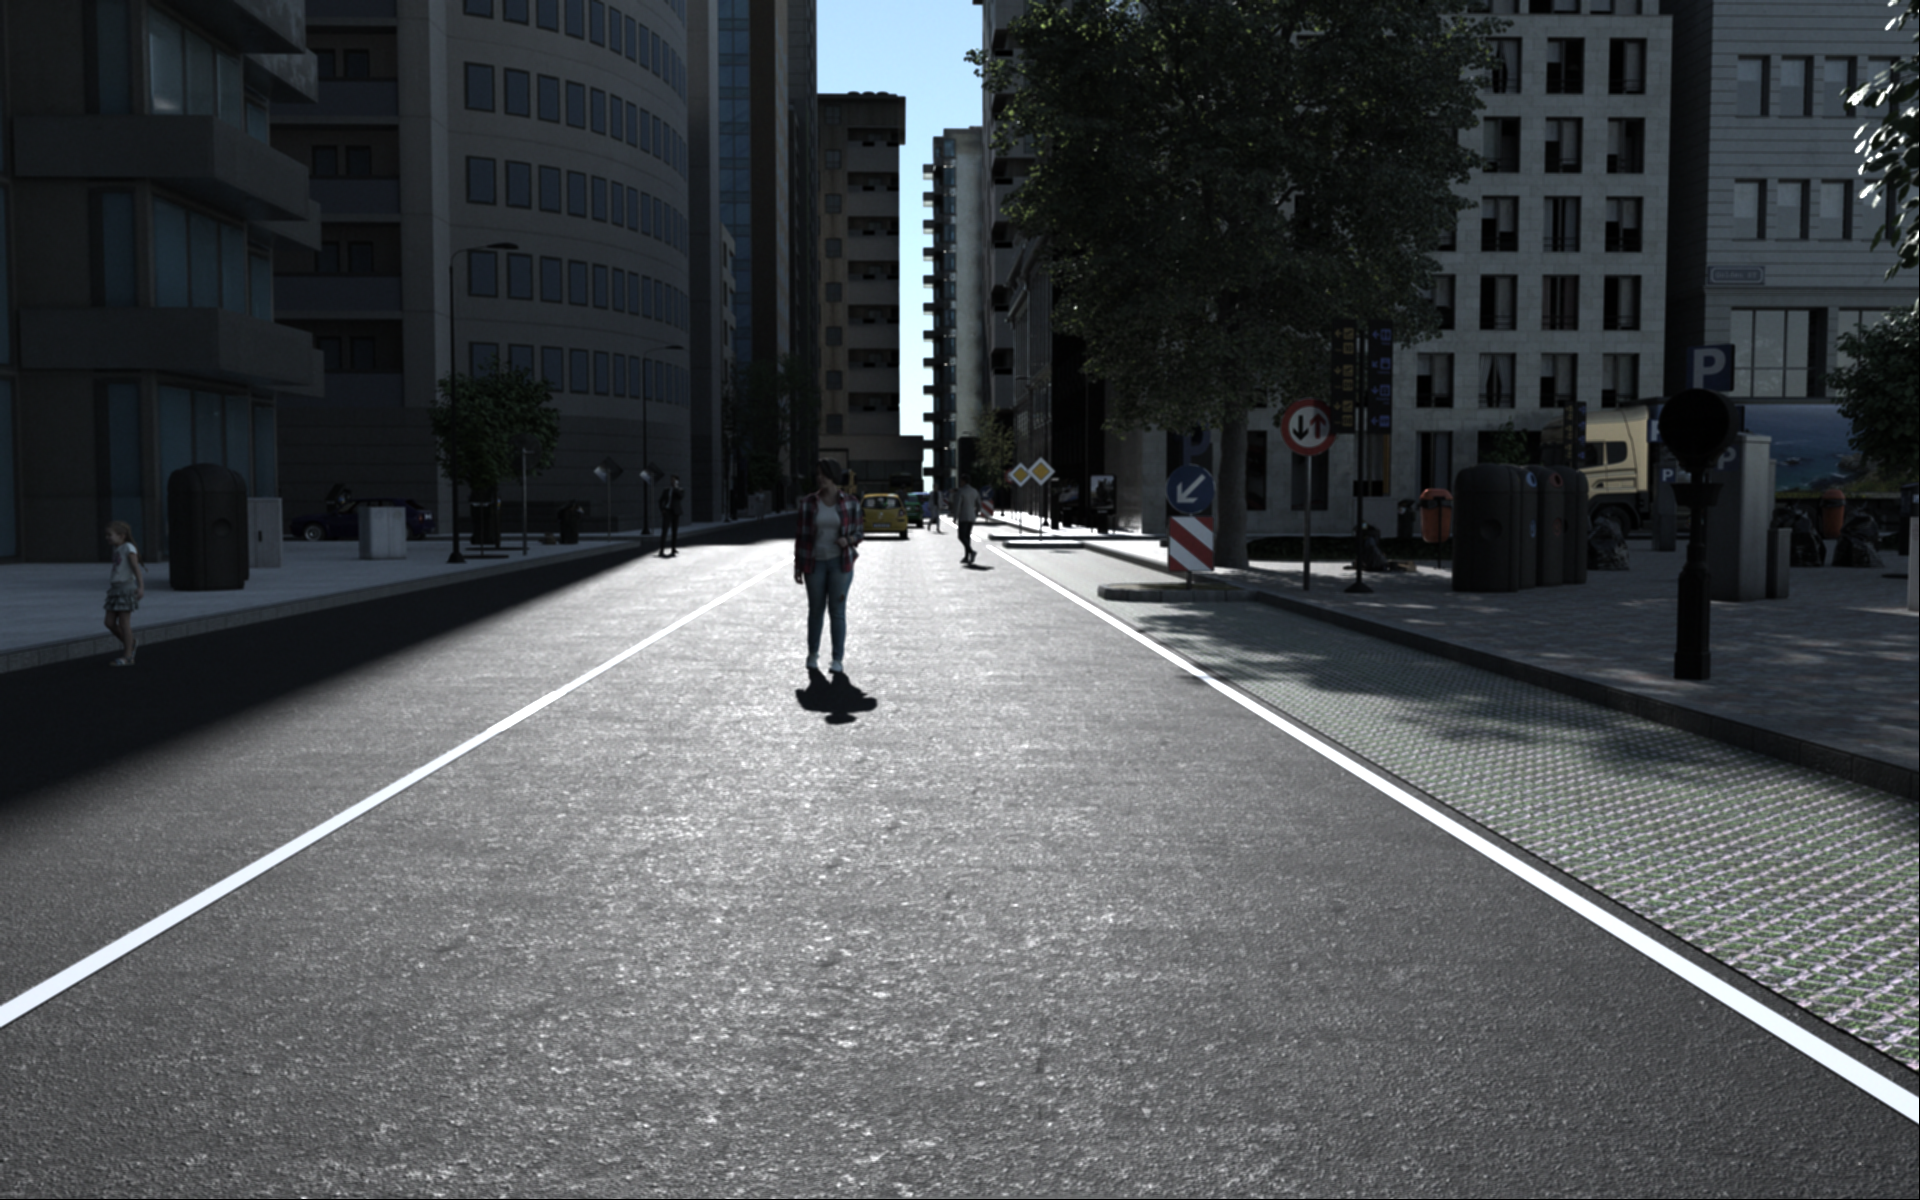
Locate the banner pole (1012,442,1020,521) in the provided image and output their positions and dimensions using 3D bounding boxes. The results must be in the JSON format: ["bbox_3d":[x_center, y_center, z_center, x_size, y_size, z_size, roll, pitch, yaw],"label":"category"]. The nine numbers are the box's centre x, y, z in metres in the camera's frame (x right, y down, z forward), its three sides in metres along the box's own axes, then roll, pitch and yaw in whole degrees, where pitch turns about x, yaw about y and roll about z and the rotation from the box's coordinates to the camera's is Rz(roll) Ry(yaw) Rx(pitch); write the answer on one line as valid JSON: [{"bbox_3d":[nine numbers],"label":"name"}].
[{"bbox_3d":[2.633,-5.724,83.612,0.401,3.779,0.863,1,4,18],"label":"banner pole"}]

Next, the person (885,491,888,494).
[{"bbox_3d":[-6.888,-9.185,159.195,0.721,1.766,1.217,-2,4,-24],"label":"person"}]

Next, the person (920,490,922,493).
[{"bbox_3d":[-3.897,-10.197,175.088,0.709,1.838,0.599,1,4,14],"label":"person"}]

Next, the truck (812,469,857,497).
[{"bbox_3d":[-9.644,-8.591,136.388,3.469,3.379,9.791,0,4,-1],"label":"truck"}]

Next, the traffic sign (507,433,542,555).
[{"bbox_3d":[-9.120,-2.209,36.227,0.768,2.556,0.104,0,3,0],"label":"traffic sign"}]

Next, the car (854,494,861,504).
[{"bbox_3d":[-12.186,-11.426,196.604,2.009,1.686,4.222,0,4,-2],"label":"car"}]

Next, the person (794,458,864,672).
[{"bbox_3d":[-1.062,-0.290,14.077,0.563,1.720,0.643,0,4,3],"label":"person"}]

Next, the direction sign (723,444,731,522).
[{"bbox_3d":[-10.603,-5.305,78.732,0.379,3.537,0.876,0,4,3],"label":"direction sign"}]

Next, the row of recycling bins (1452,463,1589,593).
[{"bbox_3d":[7.729,-1.028,23.915,1.069,1.692,3.534,3,4,38],"label":"row of recycling bins"}]

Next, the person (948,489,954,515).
[{"bbox_3d":[-0.538,-6.283,111.711,0.515,1.767,0.782,0,4,8],"label":"person"}]

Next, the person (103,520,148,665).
[{"bbox_3d":[-6.965,-0.064,14.561,0.505,1.210,0.382,3,4,36],"label":"person"}]

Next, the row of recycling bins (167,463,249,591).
[{"bbox_3d":[-10.599,-1.059,24.431,1.069,1.692,3.534,-1,4,-21],"label":"row of recycling bins"}]

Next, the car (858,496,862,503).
[{"bbox_3d":[-9.702,-10.498,181.873,2.015,1.641,3.980,0,4,-3],"label":"car"}]

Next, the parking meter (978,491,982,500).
[{"bbox_3d":[1.399,-7.108,124.618,0.372,1.533,0.369,0,3,0],"label":"parking meter"}]

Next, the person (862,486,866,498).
[{"bbox_3d":[-5.036,-5.022,90.496,0.818,1.842,0.514,-1,4,-15],"label":"person"}]

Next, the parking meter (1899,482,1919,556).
[{"bbox_3d":[19.832,-1.697,36.161,0.372,1.533,0.369,0,3,0],"label":"parking meter"}]

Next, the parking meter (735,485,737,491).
[{"bbox_3d":[-13.728,-6.160,106.421,0.399,1.863,0.255,1,4,13],"label":"parking meter"}]

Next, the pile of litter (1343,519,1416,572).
[{"bbox_3d":[7.085,-0.931,29.195,1.176,0.858,1.719,0,4,6],"label":"pile of litter"}]

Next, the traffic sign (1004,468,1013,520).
[{"bbox_3d":[2.570,-5.229,85.597,0.768,2.556,0.104,0,4,-2],"label":"traffic sign"}]

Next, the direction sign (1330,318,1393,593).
[{"bbox_3d":[5.208,-1.866,22.510,0.876,3.537,0.379,-1,4,-16],"label":"direction sign"}]

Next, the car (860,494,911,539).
[{"bbox_3d":[-2.601,-2.860,56.978,2.015,1.641,3.980,0,4,-3],"label":"car"}]

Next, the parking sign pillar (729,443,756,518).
[{"bbox_3d":[-11.649,-6.372,92.662,1.447,3.967,1.447,0,4,1],"label":"parking sign pillar"}]

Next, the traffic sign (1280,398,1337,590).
[{"bbox_3d":[4.624,-1.402,23.032,0.768,2.556,0.104,0,4,0],"label":"traffic sign"}]

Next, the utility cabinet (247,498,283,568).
[{"bbox_3d":[-12.331,-1.157,30.086,1.020,1.237,0.306,-1,4,-10],"label":"utility cabinet"}]

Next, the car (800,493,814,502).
[{"bbox_3d":[-7.658,-5.228,94.522,2.155,1.783,4.494,0,4,-4],"label":"car"}]

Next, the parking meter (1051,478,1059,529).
[{"bbox_3d":[3.448,-3.495,62.855,0.255,1.863,0.399,1,4,12],"label":"parking meter"}]

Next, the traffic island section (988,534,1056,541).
[{"bbox_3d":[1.923,-1.966,54.424,2.009,0.180,2.903,0,4,-2],"label":"traffic island section"}]

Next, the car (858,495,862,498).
[{"bbox_3d":[-11.314,-11.511,200.776,1.945,1.354,3.894,0,4,0],"label":"car"}]

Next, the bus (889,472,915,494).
[{"bbox_3d":[-6.422,-12.206,191.114,2.896,3.916,12.252,0,4,-1],"label":"bus"}]

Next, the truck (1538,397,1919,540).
[{"bbox_3d":[22.271,-3.808,51.167,11.283,4.237,2.839,0,4,-1],"label":"truck"}]

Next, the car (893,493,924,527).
[{"bbox_3d":[-2.520,-4.091,75.680,1.959,1.807,4.718,0,4,-2],"label":"car"}]

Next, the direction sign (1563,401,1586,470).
[{"bbox_3d":[14.990,-3.076,42.294,0.876,3.537,0.379,-3,4,-36],"label":"direction sign"}]

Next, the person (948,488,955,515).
[{"bbox_3d":[-0.500,-6.677,117.767,0.767,1.812,0.694,0,4,-7],"label":"person"}]

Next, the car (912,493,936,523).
[{"bbox_3d":[-2.007,-4.687,86.216,1.945,1.707,3.694,0,4,-2],"label":"car"}]

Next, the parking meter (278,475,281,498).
[{"bbox_3d":[-17.712,-2.380,44.629,0.399,1.863,0.255,-1,4,-12],"label":"parking meter"}]

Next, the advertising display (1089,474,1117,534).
[{"bbox_3d":[4.660,-3.135,56.472,0.974,1.923,0.123,3,4,38],"label":"advertising display"}]

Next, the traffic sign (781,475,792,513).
[{"bbox_3d":[-11.772,-7.185,117.576,0.768,2.556,0.104,0,4,-1],"label":"traffic sign"}]

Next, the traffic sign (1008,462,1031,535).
[{"bbox_3d":[1.900,-3.101,54.346,0.795,2.450,0.064,0,4,-2],"label":"traffic sign"}]

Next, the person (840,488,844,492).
[{"bbox_3d":[-6.828,-5.621,100.748,0.721,1.781,0.623,1,4,11],"label":"person"}]

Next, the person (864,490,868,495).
[{"bbox_3d":[-4.208,-4.128,77.804,0.330,1.601,0.589,0,4,3],"label":"person"}]

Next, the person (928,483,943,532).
[{"bbox_3d":[-0.952,-3.494,65.501,0.514,1.842,0.818,-2,4,-28],"label":"person"}]

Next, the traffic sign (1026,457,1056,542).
[{"bbox_3d":[2.162,-2.613,46.365,0.795,2.450,0.064,0,4,-2],"label":"traffic sign"}]

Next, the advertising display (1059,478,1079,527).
[{"bbox_3d":[4.213,-3.854,68.227,0.974,1.923,0.123,0,4,-8],"label":"advertising display"}]

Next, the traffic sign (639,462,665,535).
[{"bbox_3d":[-9.589,-3.079,53.990,0.795,2.450,0.064,0,4,-2],"label":"traffic sign"}]

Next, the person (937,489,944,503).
[{"bbox_3d":[-1.508,-6.744,119.043,0.678,1.792,0.850,-2,4,-30],"label":"person"}]

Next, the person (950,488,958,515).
[{"bbox_3d":[-0.270,-6.119,108.812,0.850,1.792,0.678,-2,4,-31],"label":"person"}]

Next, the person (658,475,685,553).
[{"bbox_3d":[-6.989,-2.088,42.008,0.648,1.900,0.474,-1,4,-13],"label":"person"}]

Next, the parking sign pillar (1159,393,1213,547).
[{"bbox_3d":[5.583,-3.279,42.085,1.447,3.967,1.447,-3,5,-45],"label":"parking sign pillar"}]

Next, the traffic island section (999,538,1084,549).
[{"bbox_3d":[2.186,-1.478,46.443,2.009,0.180,2.903,0,4,-2],"label":"traffic island section"}]

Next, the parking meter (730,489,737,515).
[{"bbox_3d":[-12.529,-5.340,95.719,0.372,1.533,0.369,0,3,0],"label":"parking meter"}]

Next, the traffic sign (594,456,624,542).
[{"bbox_3d":[-9.326,-2.591,46.009,0.795,2.450,0.064,0,4,-2],"label":"traffic sign"}]

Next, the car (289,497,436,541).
[{"bbox_3d":[-17.484,-2.334,50.748,3.894,1.354,1.945,0,4,-3],"label":"car"}]

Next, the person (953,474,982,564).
[{"bbox_3d":[0.186,-1.675,35.734,0.661,1.843,0.795,-3,4,-36],"label":"person"}]

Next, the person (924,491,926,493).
[{"bbox_3d":[-3.926,-11.677,200.131,1.217,1.735,0.721,3,5,44],"label":"person"}]

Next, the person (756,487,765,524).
[{"bbox_3d":[-9.505,-4.498,82.606,0.480,1.755,0.524,-2,4,-26],"label":"person"}]

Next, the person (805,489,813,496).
[{"bbox_3d":[-8.952,-5.732,102.793,0.524,1.755,0.480,0,4,2],"label":"person"}]

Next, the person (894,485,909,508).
[{"bbox_3d":[-2.355,-3.693,69.054,0.592,1.802,0.473,3,5,39],"label":"person"}]
